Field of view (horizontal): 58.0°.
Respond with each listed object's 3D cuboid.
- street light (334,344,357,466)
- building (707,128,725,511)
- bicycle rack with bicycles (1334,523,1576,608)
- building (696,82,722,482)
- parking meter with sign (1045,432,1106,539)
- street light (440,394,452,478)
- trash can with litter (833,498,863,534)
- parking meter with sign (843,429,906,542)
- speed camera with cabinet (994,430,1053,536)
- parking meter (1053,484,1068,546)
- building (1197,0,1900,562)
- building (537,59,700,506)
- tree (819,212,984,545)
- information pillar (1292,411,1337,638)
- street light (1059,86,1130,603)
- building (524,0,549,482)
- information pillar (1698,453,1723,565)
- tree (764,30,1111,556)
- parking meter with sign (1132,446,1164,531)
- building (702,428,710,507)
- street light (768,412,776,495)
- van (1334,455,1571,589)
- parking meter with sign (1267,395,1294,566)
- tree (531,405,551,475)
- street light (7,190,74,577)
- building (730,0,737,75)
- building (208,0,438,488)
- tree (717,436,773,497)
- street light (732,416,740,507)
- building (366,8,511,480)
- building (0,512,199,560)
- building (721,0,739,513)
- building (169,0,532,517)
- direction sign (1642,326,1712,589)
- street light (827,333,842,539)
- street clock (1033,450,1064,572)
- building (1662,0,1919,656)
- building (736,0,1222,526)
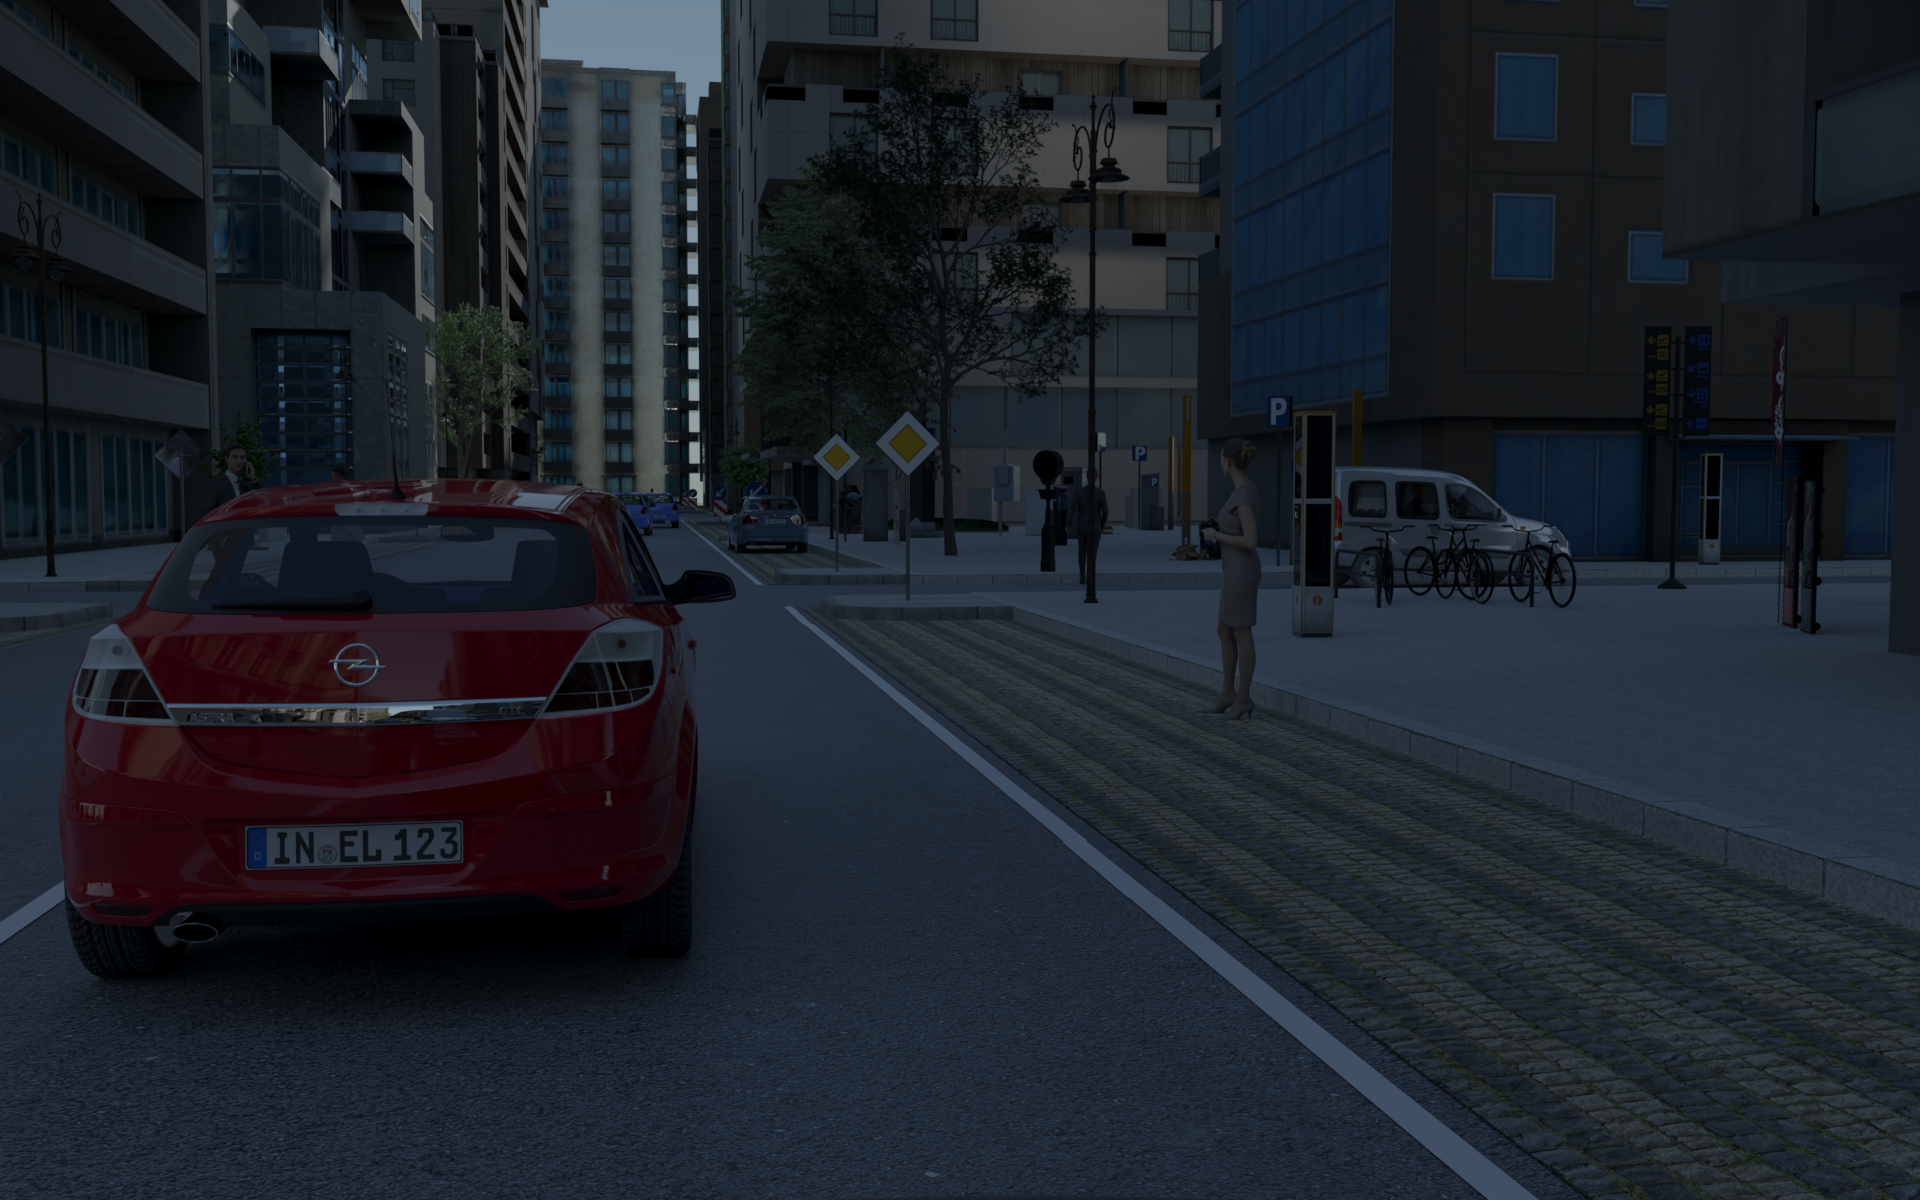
[{"bbox_3d":[-18.899,-4.931,53.413,0.468,5.910,1.993,-1,4,-10],"label":"street light"},{"bbox_3d":[-13.480,-22.583,140.929,14.160,30.474,14.107,-1,4,-10],"label":"building"},{"bbox_3d":[5.679,-0.442,20.614,2.852,0.926,2.925,0,4,-2],"label":"bicycle rack with bicycles"},{"bbox_3d":[-21.798,-33.179,192.582,14.200,45.320,14.600,-1,4,-10],"label":"building"},{"bbox_3d":[3.265,-3.260,49.562,1.738,3.016,0.543,2,4,30],"label":"parking meter with sign"},{"bbox_3d":[-23.710,-6.563,80.093,0.468,5.910,1.993,-1,4,-10],"label":"street light"},{"bbox_3d":[-3.543,-2.706,55.628,1.055,1.170,0.624,-3,5,-44],"label":"trash can with litter"},{"bbox_3d":[-2.283,-3.096,46.881,1.738,3.016,0.543,0,4,-7],"label":"parking meter with sign"},{"bbox_3d":[2.087,-3.620,53.528,2.038,3.252,0.660,2,4,24],"label":"speed camera with cabinet"},{"bbox_3d":[2.498,-2.125,43.162,0.372,1.533,0.369,0,3,0],"label":"parking meter"},{"bbox_3d":[14.319,-23.736,38.203,14.200,45.320,14.600,-1,4,-10],"label":"building"},{"bbox_3d":[-44.796,-35.109,193.641,30.456,49.044,23.786,-1,4,-10],"label":"building"},{"bbox_3d":[-1.554,-5.678,43.191,4.360,8.622,3.978,0,3,0],"label":"tree"},{"bbox_3d":[3.176,-0.676,15.548,0.304,2.012,0.304,0,4,-5],"label":"information pillar"},{"bbox_3d":[1.542,-2.901,20.212,0.468,5.910,1.993,-1,4,-10],"label":"street light"},{"bbox_3d":[-51.996,-34.759,157.548,27.495,52.752,28.713,-1,4,-10],"label":"building"},{"bbox_3d":[13.631,-1.649,31.461,0.304,2.012,0.304,0,4,8],"label":"information pillar"},{"bbox_3d":[-0.528,-6.200,35.781,7.601,10.594,8.767,-1,4,-12],"label":"tree"},{"bbox_3d":[6.739,-3.991,61.517,0.543,3.016,1.738,-1,4,-20],"label":"parking meter with sign"},{"bbox_3d":[-12.811,-52.003,162.918,22.319,86.520,31.000,-1,4,-10],"label":"building"},{"bbox_3d":[-8.345,-6.311,75.975,0.468,5.910,1.993,-1,4,-10],"label":"street light"},{"bbox_3d":[7.316,-1.204,26.694,4.112,2.044,2.013,-1,4,-10],"label":"van"},{"bbox_3d":[6.359,-2.140,31.242,1.738,3.016,0.543,-2,4,-34],"label":"parking meter with sign"},{"bbox_3d":[-35.494,-11.643,140.725,4.360,8.622,3.978,0,3,0],"label":"tree"},{"bbox_3d":[-14.117,-3.299,26.729,0.468,5.910,1.993,-1,4,-10],"label":"street light"},{"bbox_3d":[-7.494,-28.234,111.744,14.600,45.320,14.200,-1,4,-10],"label":"building"},{"bbox_3d":[-32.087,-46.086,66.184,22.319,86.520,31.000,-1,4,-10],"label":"building"},{"bbox_3d":[-12.187,-7.032,98.692,4.285,4.588,4.351,0,3,0],"label":"tree"},{"bbox_3d":[-13.226,-7.942,102.642,0.468,5.910,1.993,-1,4,-10],"label":"street light"},{"bbox_3d":[-35.627,-20.480,106.548,14.160,30.474,14.107,-1,4,-10],"label":"building"},{"bbox_3d":[-28.595,-25.045,33.186,21.300,48.544,21.600,-1,4,-10],"label":"building"},{"bbox_3d":[-10.366,-27.098,126.641,14.154,41.232,14.086,-1,4,-10],"label":"building"},{"bbox_3d":[-42.471,-30.554,123.258,21.300,48.544,21.600,-1,4,-10],"label":"building"},{"bbox_3d":[9.668,-1.921,23.413,0.876,3.537,0.379,0,4,3],"label":"direction sign"},{"bbox_3d":[-3.628,-4.650,48.817,0.468,5.910,1.993,-1,4,-10],"label":"street light"},{"bbox_3d":[1.454,-1.468,28.578,0.471,2.002,0.358,2,4,31],"label":"street clock"},{"bbox_3d":[11.692,-19.808,7.456,14.154,41.232,14.086,-1,4,-10],"label":"building"},{"bbox_3d":[3.617,-30.095,81.295,28.713,52.752,27.495,-1,4,-10],"label":"building"}]
